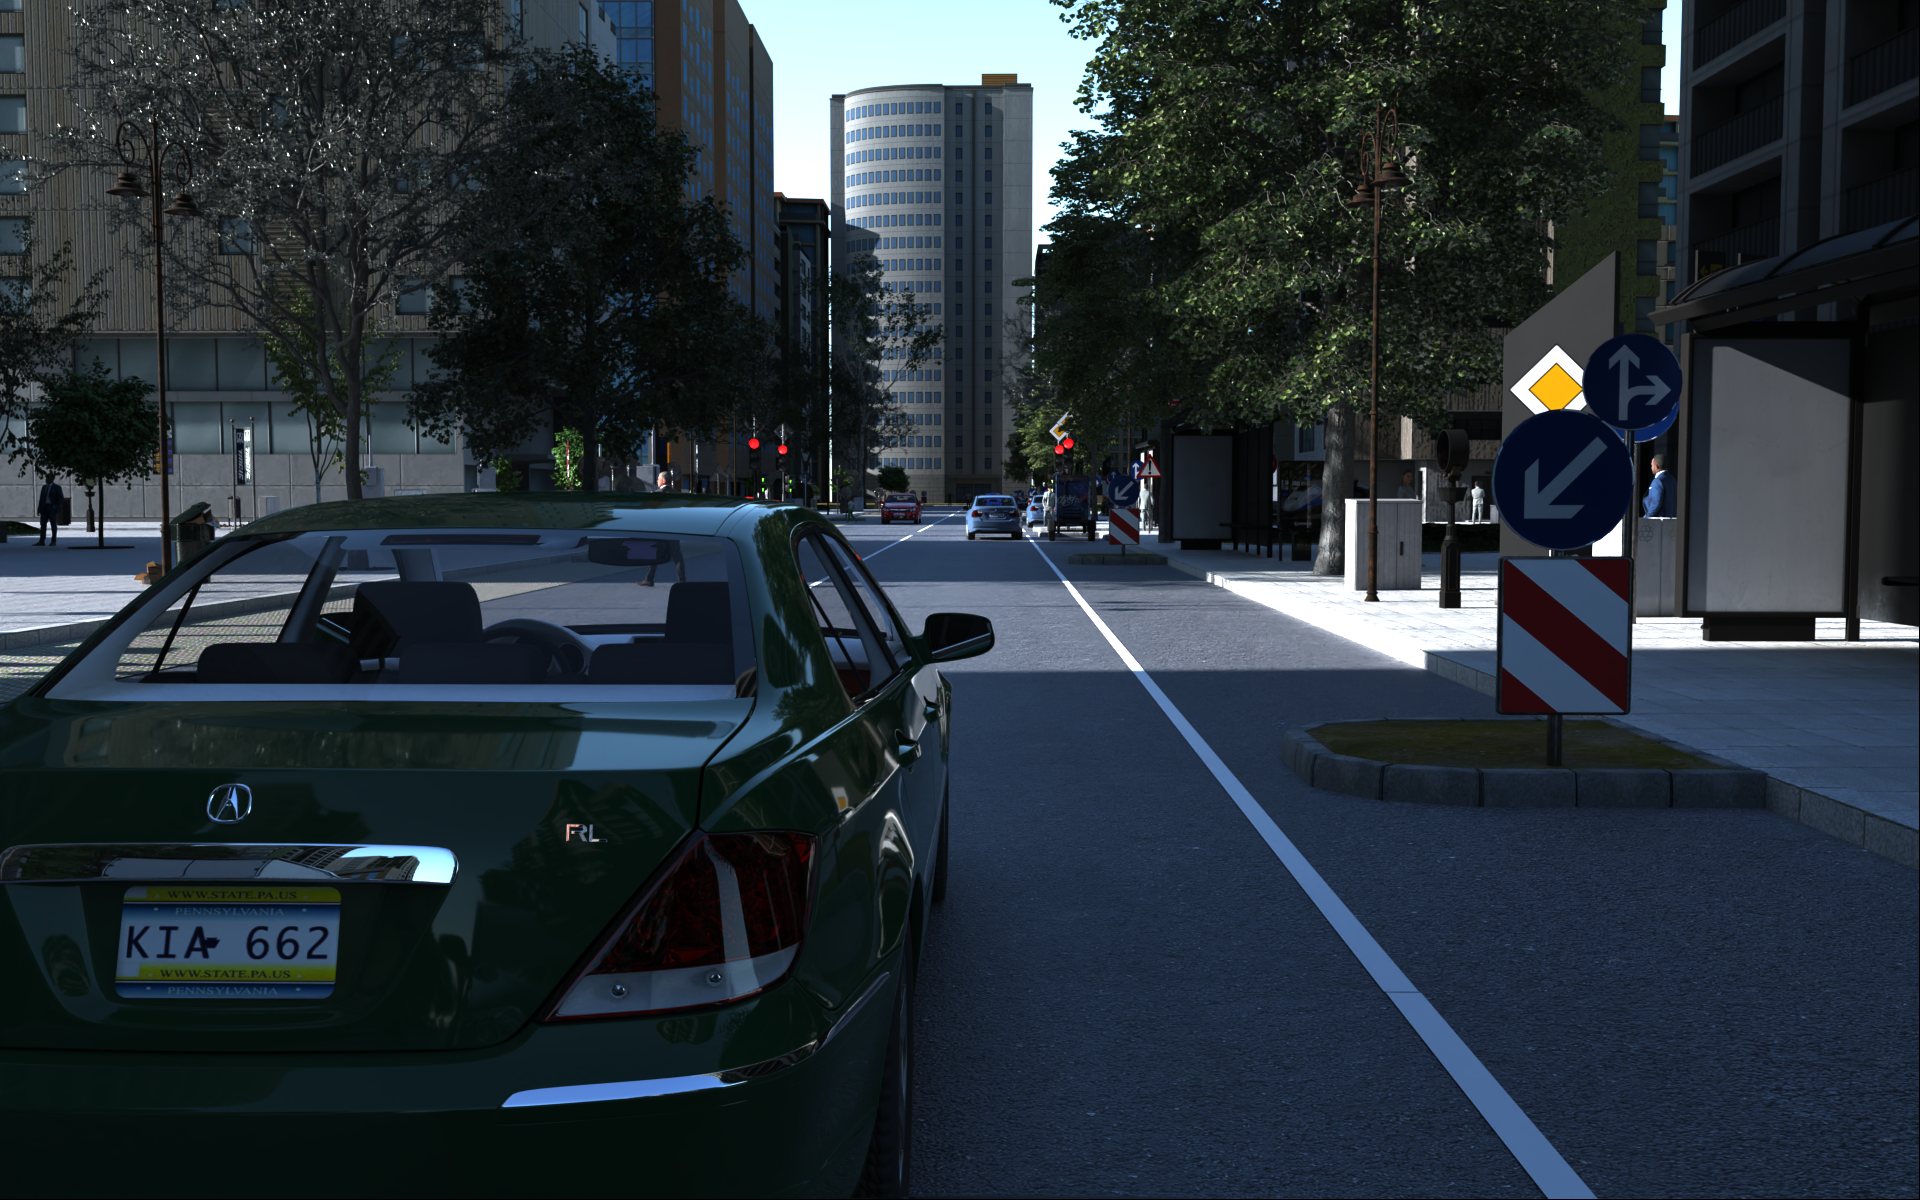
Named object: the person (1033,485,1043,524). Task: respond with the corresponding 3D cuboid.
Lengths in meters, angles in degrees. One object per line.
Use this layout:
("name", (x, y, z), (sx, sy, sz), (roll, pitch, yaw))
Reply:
("person", (3.856, -4.641, 84.165), (0.659, 1.850, 0.755), (-1, 4, -21))

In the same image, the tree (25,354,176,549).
("tree", (-20.287, -3.491, 40.799), (4.285, 4.588, 4.351), (0, 3, 0))

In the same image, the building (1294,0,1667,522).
("building", (24.412, -19.092, 83.852), (14.107, 30.474, 14.160), (0, 4, 1))

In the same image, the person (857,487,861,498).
("person", (-7.567, -7.597, 130.362), (0.767, 1.812, 0.694), (0, 4, -4))

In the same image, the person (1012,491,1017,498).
("person", (4.962, -8.876, 154.554), (0.436, 1.711, 0.756), (-3, 4, -37))

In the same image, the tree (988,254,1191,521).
("tree", (6.390, -10.546, 82.800), (12.009, 13.543, 11.850), (0, 3, 0))

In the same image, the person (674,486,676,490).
("person", (-19.730, -6.940, 119.620), (0.679, 1.850, 0.850), (2, 4, 34))

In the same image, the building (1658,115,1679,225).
("building", (66.260, -33.027, 194.614), (28.867, 44.769, 22.147), (0, 4, 1))

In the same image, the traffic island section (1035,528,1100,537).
("traffic island section", (3.675, -2.230, 58.738), (2.009, 0.180, 2.903), (0, 4, 1))

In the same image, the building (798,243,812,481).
("building", (-24.555, -26.242, 200.757), (14.107, 30.474, 14.160), (0, 4, 1))

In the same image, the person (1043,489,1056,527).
("person", (3.560, -3.683, 68.820), (0.635, 1.810, 0.391), (1, 4, 10))

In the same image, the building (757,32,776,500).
("building", (-25.282, -31.398, 163.466), (14.600, 45.320, 14.200), (0, 4, 1))

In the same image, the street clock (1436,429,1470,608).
("street clock", (5.519, -0.910, 19.447), (0.358, 2.002, 0.471), (0, 4, -3))

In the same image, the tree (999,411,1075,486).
("tree", (9.637, -18.067, 212.409), (9.611, 12.733, 9.660), (0, 3, 0))

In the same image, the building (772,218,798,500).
("building", (-24.852, -24.861, 178.178), (14.160, 30.474, 14.107), (0, 4, 1))

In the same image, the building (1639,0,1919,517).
("building", (26.487, -36.382, 33.100), (20.563, 71.187, 20.611), (0, 4, 1))

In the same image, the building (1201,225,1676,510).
("building", (32.885, -17.205, 126.338), (27.650, 21.520, 28.899), (0, 4, 1))

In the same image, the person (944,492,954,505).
("person", (-1.190, -11.703, 200.365), (1.217, 1.766, 0.721), (1, 4, 11))

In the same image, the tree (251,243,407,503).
("tree", (-18.902, -6.177, 51.352), (4.737, 8.622, 4.395), (0, 3, 0))

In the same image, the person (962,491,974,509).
("person", (0.734, -8.700, 151.456), (1.217, 1.736, 0.721), (1, 4, 10))

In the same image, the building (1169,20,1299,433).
("building", (25.377, -28.753, 153.701), (14.154, 41.232, 14.086), (0, 4, 1))

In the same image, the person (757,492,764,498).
("person", (-12.934, -6.452, 112.378), (0.643, 1.720, 0.563), (-3, 5, -42))

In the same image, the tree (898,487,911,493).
("tree", (-6.579, -12.779, 203.545), (1.663, 3.219, 1.824), (0, 3, 0))

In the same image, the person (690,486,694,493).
("person", (-18.002, -6.747, 116.483), (0.853, 1.813, 0.709), (-1, 4, -21))

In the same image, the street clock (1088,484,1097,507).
("street clock", (10.384, -8.113, 137.224), (0.471, 2.002, 0.358), (-2, 4, -26))

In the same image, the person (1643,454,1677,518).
("person", (9.225, -1.015, 22.818), (0.419, 1.800, 0.721), (3, 4, 35))

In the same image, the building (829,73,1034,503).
("building", (-3.958, -43.073, 246.234), (28.212, 58.520, 21.231), (0, 4, 1))

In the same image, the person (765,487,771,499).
("person", (-13.061, -6.831, 117.843), (0.709, 1.813, 0.853), (3, 5, 44))

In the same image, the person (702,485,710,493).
("person", (-15.538, -6.131, 106.087), (0.655, 1.846, 0.447), (3, 4, 36))

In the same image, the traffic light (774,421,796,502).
("traffic light", (-6.771, -4.763, 66.794), (0.839, 4.253, 0.868), (0, 4, 1))

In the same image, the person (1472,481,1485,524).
("person", (21.056, -3.925, 70.405), (0.511, 1.800, 0.466), (1, 4, 14))

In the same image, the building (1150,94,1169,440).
("building", (26.140, -31.708, 168.542), (14.600, 45.320, 14.200), (0, 4, 1))

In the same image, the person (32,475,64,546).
("person", (-22.605, -2.248, 42.978), (0.721, 1.800, 0.419), (0, 4, 3))

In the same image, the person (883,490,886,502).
("person", (-9.319, -12.706, 214.341), (0.434, 1.755, 0.990), (-1, 4, -10))

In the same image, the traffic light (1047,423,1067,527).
("traffic light", (3.788, -4.752, 66.608), (0.839, 4.253, 0.868), (0, 4, 1))

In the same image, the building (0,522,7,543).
("building", (-37.261, -30.180, 35.442), (28.212, 58.520, 21.231), (0, 4, 1))

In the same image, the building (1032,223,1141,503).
("building", (22.535, -34.223, 251.427), (23.993, 40.220, 32.217), (0, 4, 1))

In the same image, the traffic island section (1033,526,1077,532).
("traffic island section", (3.828, -2.718, 66.722), (2.009, 0.180, 2.903), (0, 4, 1))

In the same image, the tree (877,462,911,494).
("tree", (-6.890, -11.611, 173.551), (4.285, 4.588, 4.351), (0, 3, 0))

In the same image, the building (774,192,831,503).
("building", (-33.109, -36.276, 247.730), (28.867, 44.769, 22.147), (0, 4, 1))

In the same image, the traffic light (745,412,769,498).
("traffic light", (-6.925, -4.275, 58.811), (0.839, 4.253, 0.868), (0, 4, 1))

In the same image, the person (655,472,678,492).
("person", (-4.585, -1.087, 26.670), (0.834, 1.777, 0.661), (1, 4, 23))

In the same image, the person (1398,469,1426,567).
("person", (7.859, -1.458, 30.631), (0.760, 1.731, 0.466), (0, 4, 3))

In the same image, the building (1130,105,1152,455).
("building", (30.315, -32.808, 191.041), (22.147, 44.769, 28.867), (0, 4, 1))

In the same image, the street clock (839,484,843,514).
("street clock", (-7.683, -6.589, 112.300), (0.358, 2.002, 0.471), (0, 4, -4))

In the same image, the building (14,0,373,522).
("building", (-33.555, -30.642, 90.231), (28.713, 52.752, 27.495), (0, 4, 1))

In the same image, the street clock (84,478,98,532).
("street clock", (-29.341, -3.293, 58.410), (0.358, 2.002, 0.471), (2, 4, 26))

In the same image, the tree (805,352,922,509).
("tree", (-8.393, -14.607, 149.193), (12.009, 13.543, 11.850), (0, 3, 0))

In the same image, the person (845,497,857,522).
("person", (-5.483, -4.559, 87.293), (0.590, 1.304, 0.306), (1, 4, 18))

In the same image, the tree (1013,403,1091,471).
("tree", (8.379, -13.463, 154.534), (8.767, 10.594, 7.601), (2, 4, 24))

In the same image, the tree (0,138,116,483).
("tree", (-20.085, -5.222, 35.739), (4.360, 8.622, 3.978), (0, 3, 0))

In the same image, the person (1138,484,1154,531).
("person", (6.765, -3.315, 62.798), (0.635, 1.810, 0.391), (1, 4, 16))

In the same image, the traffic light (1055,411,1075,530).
("traffic light", (3.635, -4.263, 58.625), (0.839, 4.253, 0.868), (0, 4, 1))

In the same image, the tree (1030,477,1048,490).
("tree", (8.438, -12.028, 191.251), (1.663, 3.219, 1.824), (0, 3, 0))

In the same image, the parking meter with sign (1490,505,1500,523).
("parking meter with sign", (21.141, -4.338, 67.182), (0.543, 3.016, 1.738), (3, 5, 41))
